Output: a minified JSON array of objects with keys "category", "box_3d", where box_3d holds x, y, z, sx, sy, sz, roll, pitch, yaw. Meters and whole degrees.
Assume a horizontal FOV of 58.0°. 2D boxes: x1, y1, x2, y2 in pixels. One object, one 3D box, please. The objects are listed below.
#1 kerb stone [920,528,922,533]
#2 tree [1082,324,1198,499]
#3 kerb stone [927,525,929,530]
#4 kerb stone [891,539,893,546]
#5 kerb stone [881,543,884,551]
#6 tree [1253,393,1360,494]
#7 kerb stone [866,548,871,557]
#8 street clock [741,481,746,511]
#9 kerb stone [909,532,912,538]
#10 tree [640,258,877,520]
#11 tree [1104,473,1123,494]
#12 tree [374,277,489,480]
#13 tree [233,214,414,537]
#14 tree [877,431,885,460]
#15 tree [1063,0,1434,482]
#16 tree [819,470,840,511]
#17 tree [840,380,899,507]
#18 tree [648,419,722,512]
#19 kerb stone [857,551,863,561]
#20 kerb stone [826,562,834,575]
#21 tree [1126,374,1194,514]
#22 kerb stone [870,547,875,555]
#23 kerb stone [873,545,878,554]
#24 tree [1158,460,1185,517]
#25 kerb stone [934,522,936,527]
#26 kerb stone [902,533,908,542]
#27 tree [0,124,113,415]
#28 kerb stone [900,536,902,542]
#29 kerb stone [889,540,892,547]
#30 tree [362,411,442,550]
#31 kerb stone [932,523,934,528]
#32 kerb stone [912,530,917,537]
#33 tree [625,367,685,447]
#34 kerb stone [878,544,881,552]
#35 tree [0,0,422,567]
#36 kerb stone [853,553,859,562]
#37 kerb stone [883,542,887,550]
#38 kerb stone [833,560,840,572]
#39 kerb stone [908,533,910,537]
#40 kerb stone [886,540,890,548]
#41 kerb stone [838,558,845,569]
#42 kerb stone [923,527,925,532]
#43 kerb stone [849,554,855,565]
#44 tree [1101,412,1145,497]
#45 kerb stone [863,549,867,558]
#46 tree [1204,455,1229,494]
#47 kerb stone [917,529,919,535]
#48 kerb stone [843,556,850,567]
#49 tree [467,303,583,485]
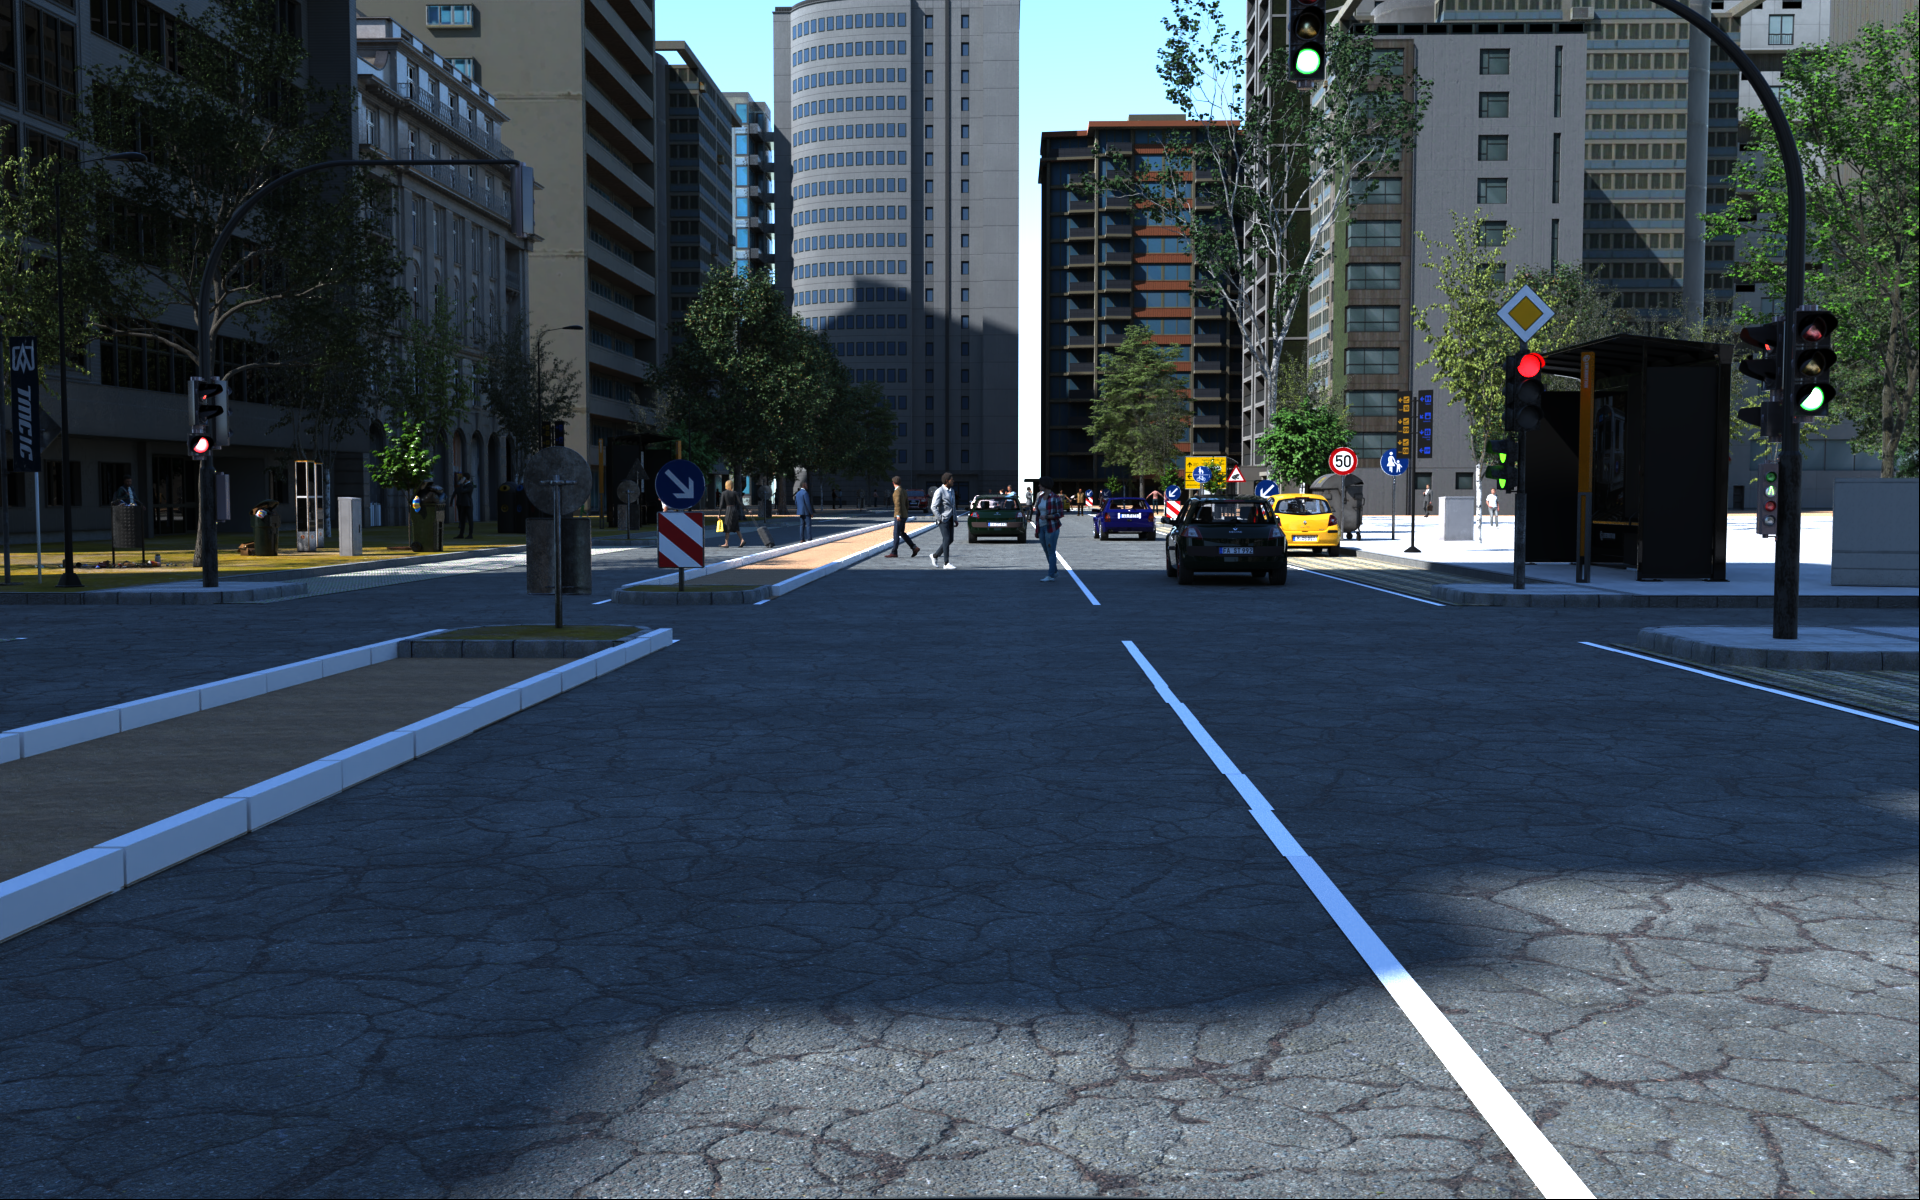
[{"category":"kerb stone","box_3d":[-1.530,-2.414,61.659,0.120,0.150,1.000,0,4,2]},{"category":"tree","box_3d":[12.119,-12.125,116.378,7.486,12.596,7.792,0,3,0]},{"category":"kerb stone","box_3d":[-1.379,-2.727,66.779,0.120,0.150,1.000,0,4,2]},{"category":"kerb stone","box_3d":[-1.934,-1.529,47.282,0.120,0.150,1.000,0,4,2]},{"category":"kerb stone","box_3d":[-2.051,-1.283,43.169,0.120,0.150,1.000,0,4,2]},{"category":"tree","box_3d":[11.349,-4.470,56.804,4.285,4.588,4.351,0,3,0]},{"category":"kerb stone","box_3d":[-2.169,-1.026,39.073,0.120,0.150,1.000,0,4,2]},{"category":"street clock","box_3d":[-11.629,-5.366,92.302,0.471,2.002,0.358,-1,4,-17]},{"category":"kerb stone","box_3d":[-1.709,-2.037,55.494,0.120,0.150,1.000,0,4,2]},{"category":"tree","box_3d":[-10.787,-10.223,84.149,9.611,12.733,9.660,0,3,0]},{"category":"tree","box_3d":[14.124,-10.024,158.489,1.663,3.219,1.824,0,3,0]},{"category":"tree","box_3d":[-18.238,-6.669,59.406,4.737,8.622,4.395,0,3,0]},{"category":"tree","box_3d":[-16.650,-5.759,44.524,4.360,8.622,3.978,0,3,0]},{"category":"tree","box_3d":[-10.835,-11.559,105.995,9.611,12.733,9.660,0,3,0]},{"category":"tree","box_3d":[10.756,-12.895,66.716,12.611,20.169,13.585,0,3,0]},{"category":"tree","box_3d":[-10.169,-10.967,129.673,4.737,8.622,4.395,0,3,0]},{"category":"tree","box_3d":[-9.333,-15.515,171.789,7.486,12.596,7.792,0,3,0]},{"category":"tree","box_3d":[-12.045,-5.607,75.395,4.285,4.588,4.351,0,3,0]},{"category":"kerb stone","box_3d":[-2.230,-0.904,37.016,0.120,0.150,1.000,0,4,2]},{"category":"kerb stone","box_3d":[-2.396,-0.531,30.872,0.120,0.150,1.000,0,4,2]},{"category":"tree","box_3d":[12.298,-9.488,105.497,4.360,8.622,3.978,0,3,0]},{"category":"kerb stone","box_3d":[-2.133,-1.094,40.095,0.120,0.150,1.000,0,4,2]},{"category":"kerb stone","box_3d":[-2.108,-1.158,41.121,0.120,0.150,1.000,0,4,2]},{"category":"tree","box_3d":[11.952,-6.263,97.005,1.663,3.219,1.824,0,3,0]},{"category":"kerb stone","box_3d":[-1.205,-3.102,72.932,0.120,0.150,1.000,0,4,2]},{"category":"kerb stone","box_3d":[-1.762,-1.911,53.444,0.120,0.150,1.000,0,4,2]},{"category":"tree","box_3d":[-19.730,-5.196,35.314,4.737,8.622,4.395,0,3,0]},{"category":"kerb stone","box_3d":[-1.849,-1.723,50.372,0.120,0.150,1.000,0,4,2]},{"category":"kerb stone","box_3d":[-1.971,-1.470,46.261,0.120,0.150,1.000,0,4,2]},{"category":"tree","box_3d":[-12.804,-2.791,40.227,1.663,3.219,1.824,0,3,0]},{"category":"kerb stone","box_3d":[-1.267,-2.976,70.882,0.120,0.150,1.000,0,4,2]},{"category":"kerb stone","box_3d":[-1.617,-2.224,58.564,0.120,0.150,1.000,0,4,2]},{"category":"tree","box_3d":[-16.283,-8.899,95.867,4.360,8.622,3.978,0,3,0]},{"category":"kerb stone","box_3d":[-2.084,-1.218,42.144,0.120,0.150,1.000,0,4,2]},{"category":"tree","box_3d":[-13.039,-5.864,30.289,7.601,10.594,8.767,-1,4,-13]},{"category":"kerb stone","box_3d":[-2.258,-0.844,35.994,0.120,0.150,1.000,0,4,2]},{"category":"kerb stone","box_3d":[-2.027,-1.346,44.208,0.120,0.150,1.000,0,4,2]},{"category":"kerb stone","box_3d":[-2.366,-0.593,31.894,0.120,0.150,1.000,0,4,2]},{"category":"kerb stone","box_3d":[-1.732,-1.971,54.472,0.120,0.150,1.000,0,4,2]},{"category":"kerb stone","box_3d":[-1.987,-1.409,45.238,0.120,0.150,1.000,0,4,2]},{"category":"kerb stone","box_3d":[-2.345,-0.655,32.916,0.120,0.150,1.000,0,4,2]},{"category":"kerb stone","box_3d":[-1.468,-2.539,63.707,0.120,0.150,1.000,0,4,2]},{"category":"kerb stone","box_3d":[-2.285,-0.779,34.959,0.120,0.150,1.000,0,4,2]},{"category":"tree","box_3d":[13.791,-11.761,142.651,4.737,8.622,4.395,0,3,0]},{"category":"kerb stone","box_3d":[-2.197,-0.970,38.051,0.120,0.150,1.000,0,4,2]},{"category":"tree","box_3d":[12.606,-5.569,85.658,1.663,3.219,1.824,0,3,0]},{"category":"kerb stone","box_3d":[-1.589,-2.287,59.591,0.120,0.150,1.000,0,4,2]},{"category":"kerb stone","box_3d":[-2.310,-0.717,33.937,0.120,0.150,1.000,0,4,2]},{"category":"tree","box_3d":[-17.066,-7.149,67.244,4.360,8.622,3.978,0,3,0]}]
